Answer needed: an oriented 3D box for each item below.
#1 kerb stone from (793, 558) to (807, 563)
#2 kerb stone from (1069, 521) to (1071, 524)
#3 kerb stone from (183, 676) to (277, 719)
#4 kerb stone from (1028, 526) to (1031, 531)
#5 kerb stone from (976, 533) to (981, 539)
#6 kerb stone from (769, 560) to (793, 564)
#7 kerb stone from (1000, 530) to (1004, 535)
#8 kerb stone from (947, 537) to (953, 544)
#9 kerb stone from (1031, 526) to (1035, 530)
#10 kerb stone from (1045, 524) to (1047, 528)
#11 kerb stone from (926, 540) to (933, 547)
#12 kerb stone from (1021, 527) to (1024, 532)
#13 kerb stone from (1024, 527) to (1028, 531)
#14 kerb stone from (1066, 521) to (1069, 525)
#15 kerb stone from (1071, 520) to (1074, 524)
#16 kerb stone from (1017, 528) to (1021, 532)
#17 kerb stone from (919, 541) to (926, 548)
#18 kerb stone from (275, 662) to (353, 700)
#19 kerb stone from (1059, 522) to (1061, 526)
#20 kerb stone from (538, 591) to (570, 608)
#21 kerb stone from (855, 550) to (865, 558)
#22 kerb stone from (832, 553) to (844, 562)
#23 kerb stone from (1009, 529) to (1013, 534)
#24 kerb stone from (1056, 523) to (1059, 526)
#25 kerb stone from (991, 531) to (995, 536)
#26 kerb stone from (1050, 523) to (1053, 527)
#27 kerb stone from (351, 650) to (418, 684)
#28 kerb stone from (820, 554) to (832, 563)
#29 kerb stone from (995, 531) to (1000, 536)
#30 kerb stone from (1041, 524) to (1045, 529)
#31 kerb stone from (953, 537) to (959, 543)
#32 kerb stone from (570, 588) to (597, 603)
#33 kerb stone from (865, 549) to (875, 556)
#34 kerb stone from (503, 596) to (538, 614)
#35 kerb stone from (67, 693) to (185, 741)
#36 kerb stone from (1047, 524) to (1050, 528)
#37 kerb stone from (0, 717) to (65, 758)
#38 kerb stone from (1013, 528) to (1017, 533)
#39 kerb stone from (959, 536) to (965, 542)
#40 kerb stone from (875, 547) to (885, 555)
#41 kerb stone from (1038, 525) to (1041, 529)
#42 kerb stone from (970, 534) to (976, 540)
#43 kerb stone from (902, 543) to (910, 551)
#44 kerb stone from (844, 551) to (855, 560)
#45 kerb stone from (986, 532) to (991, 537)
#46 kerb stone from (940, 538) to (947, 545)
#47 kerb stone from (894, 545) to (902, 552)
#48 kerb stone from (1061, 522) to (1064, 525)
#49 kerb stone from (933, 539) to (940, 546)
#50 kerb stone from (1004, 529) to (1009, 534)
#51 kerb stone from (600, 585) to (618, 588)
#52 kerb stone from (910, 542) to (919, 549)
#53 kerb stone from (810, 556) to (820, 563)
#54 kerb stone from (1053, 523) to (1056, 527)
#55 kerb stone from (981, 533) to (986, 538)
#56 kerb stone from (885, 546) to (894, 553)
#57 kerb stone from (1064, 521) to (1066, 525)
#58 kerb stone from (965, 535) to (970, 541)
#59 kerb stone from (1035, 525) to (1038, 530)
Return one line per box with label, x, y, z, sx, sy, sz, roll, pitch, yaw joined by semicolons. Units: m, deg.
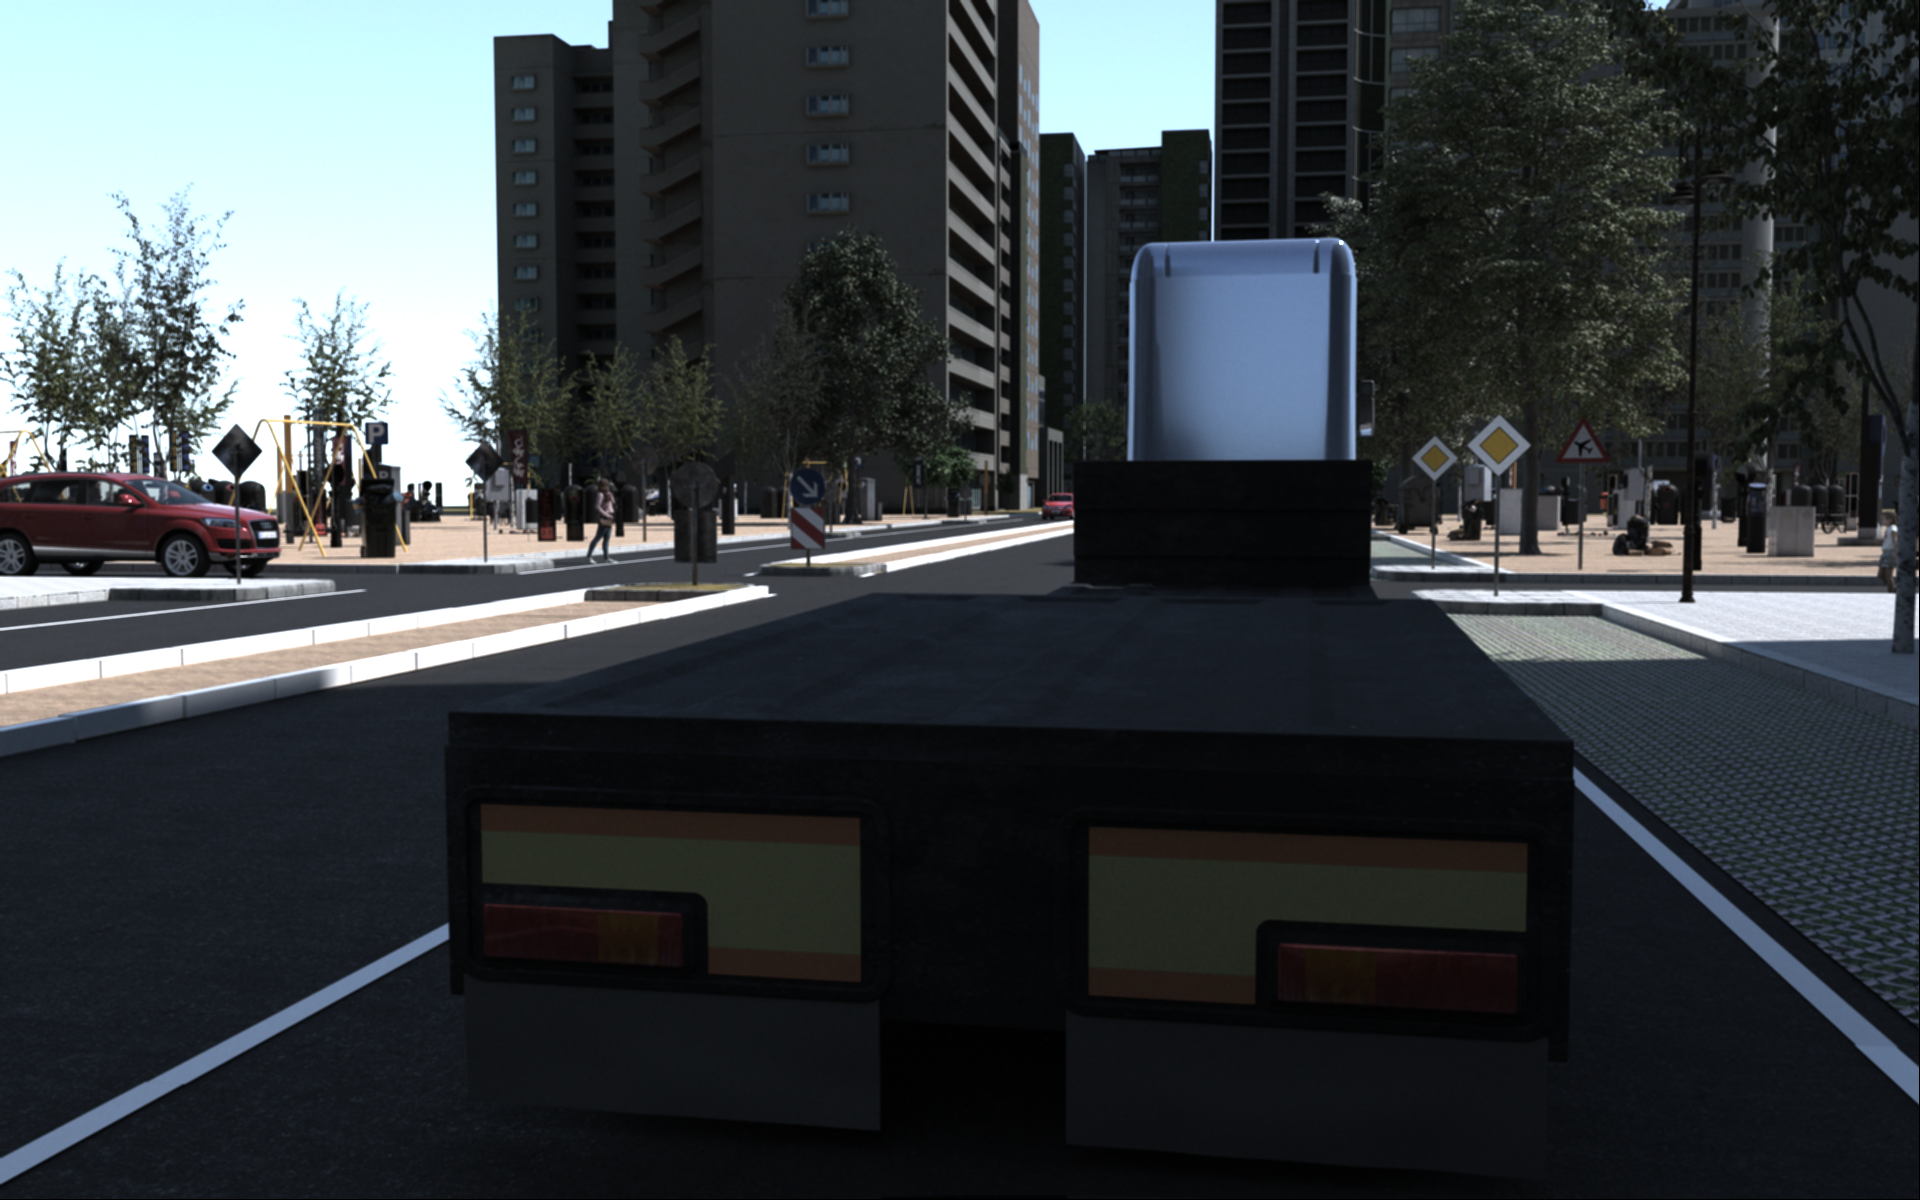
kerb stone;-3.215;-0.701;33.653;0.120;0.150;1.000;1;4;10
kerb stone;4.991;-3.606;81.149;0.120;0.150;1.000;1;4;10
kerb stone;-4.901;0.652;11.539;0.120;0.150;1.000;1;4;10
kerb stone;2.542;-2.740;66.994;0.120;0.150;1.000;1;4;10
kerb stone;0.449;-1.998;54.880;0.120;0.150;1.000;1;4;10
kerb stone;-3.394;-0.636;32.644;0.120;0.150;1.000;1;4;10
kerb stone;1.318;-2.305;59.929;0.120;0.150;1.000;1;4;10
kerb stone;-0.420;-1.689;49.823;0.120;0.150;1.000;1;4;10
kerb stone;2.718;-2.797;68.007;0.120;0.150;1.000;1;4;10
kerb stone;3.409;-3.047;72.038;0.120;0.150;1.000;1;4;10
kerb stone;-0.949;-1.504;46.789;0.120;0.150;1.000;1;4;10
kerb stone;2.195;-2.616;64.970;0.120;0.150;1.000;1;4;10
kerb stone;2.371;-2.673;65.977;0.120;0.150;1.000;1;4;10
kerb stone;4.814;-3.541;80.136;0.120;0.150;1.000;1;4;10
kerb stone;5.153;-3.667;82.158;0.120;0.150;1.000;1;4;10
kerb stone;2.016;-2.555;63.963;0.120;0.150;1.000;1;4;10
kerb stone;-1.131;-1.438;45.783;0.120;0.150;1.000;1;4;10
kerb stone;-4.731;0.590;12.550;0.120;0.150;1.000;1;4;10
kerb stone;4.286;-3.358;77.093;0.120;0.150;1.000;1;4;10
kerb stone;-5.243;0.013;21.990;0.120;0.150;1.000;1;4;10
kerb stone;-2.345;-1.010;38.701;0.120;0.150;1.000;1;4;10
kerb stone;-2.688;-0.886;36.685;0.120;0.150;1.000;1;4;10
kerb stone;1.668;-2.431;61.944;0.120;0.150;1.000;1;4;10
kerb stone;4.109;-3.296;76.080;0.120;0.150;1.000;1;4;10
kerb stone;0.965;-2.184;57.912;0.120;0.150;1.000;1;4;10
kerb stone;3.761;-3.167;74.061;0.120;0.150;1.000;1;4;10
kerb stone;-4.560;0.532;13.557;0.120;0.150;1.000;1;4;10
kerb stone;-2.869;-0.824;35.672;0.120;0.150;1.000;1;4;10
kerb stone;1.149;-2.246;58.917;0.120;0.150;1.000;1;4;10
kerb stone;3.243;-2.987;71.028;0.120;0.150;1.000;1;4;10
kerb stone;-0.252;-1.752;50.834;0.120;0.150;1.000;1;4;10
kerb stone;-5.063;-0.049;22.996;0.120;0.150;1.000;1;4;10
kerb stone;-2.172;-1.072;39.716;0.120;0.150;1.000;1;4;10
kerb stone;-5.412;0.074;20.982;0.120;0.150;1.000;1;4;10
kerb stone;-5.089;0.713;10.534;0.120;0.150;1.000;1;4;10
kerb stone;3.580;-3.103;73.046;0.120;0.150;1.000;1;4;10
kerb stone;-5.250;0.781;9.515;0.120;0.150;1.000;1;4;10
kerb stone;1.841;-2.491;62.954;0.120;0.150;1.000;1;4;10
kerb stone;-0.080;-1.813;51.842;0.120;0.150;1.000;1;4;10
kerb stone;-1.988;-1.130;40.721;0.120;0.150;1.000;1;4;10
kerb stone;3.057;-2.924;70.023;0.120;0.150;1.000;1;4;10
kerb stone;0.274;-1.937;53.869;0.120;0.150;1.000;1;4;10
kerb stone;-1.473;-1.318;43.751;0.120;0.150;1.000;1;4;10
kerb stone;-2.519;-0.941;37.694;0.120;0.150;1.000;1;4;10
kerb stone;0.795;-2.123;56.904;0.120;0.150;1.000;1;4;10
kerb stone;-0.597;-1.628;48.808;0.120;0.150;1.000;1;4;10
kerb stone;-1.651;-1.255;42.742;0.120;0.150;1.000;1;4;10
kerb stone;4.454;-3.412;78.107;0.120;0.150;1.000;1;4;10
kerb stone;-0.766;-1.566;47.800;0.120;0.150;1.000;1;4;10
kerb stone;1.496;-2.369;60.936;0.120;0.150;1.000;1;4;10
kerb stone;-4.878;-0.106;24.006;0.120;0.150;1.000;1;4;10
kerb stone;-1.293;-1.381;44.771;0.120;0.150;1.000;1;4;10
kerb stone;-3.044;-0.763;34.665;0.120;0.150;1.000;1;4;10
kerb stone;3.932;-3.234;75.073;0.120;0.150;1.000;1;4;10
kerb stone;0.621;-2.061;55.895;0.120;0.150;1.000;1;4;10
kerb stone;-1.824;-1.194;41.731;0.120;0.150;1.000;1;4;10
kerb stone;4.635;-3.481;79.112;0.120;0.150;1.000;1;4;10
kerb stone;0.095;-1.872;52.863;0.120;0.150;1.000;1;4;10
kerb stone;2.887;-2.864;69.015;0.120;0.150;1.000;1;4;10
